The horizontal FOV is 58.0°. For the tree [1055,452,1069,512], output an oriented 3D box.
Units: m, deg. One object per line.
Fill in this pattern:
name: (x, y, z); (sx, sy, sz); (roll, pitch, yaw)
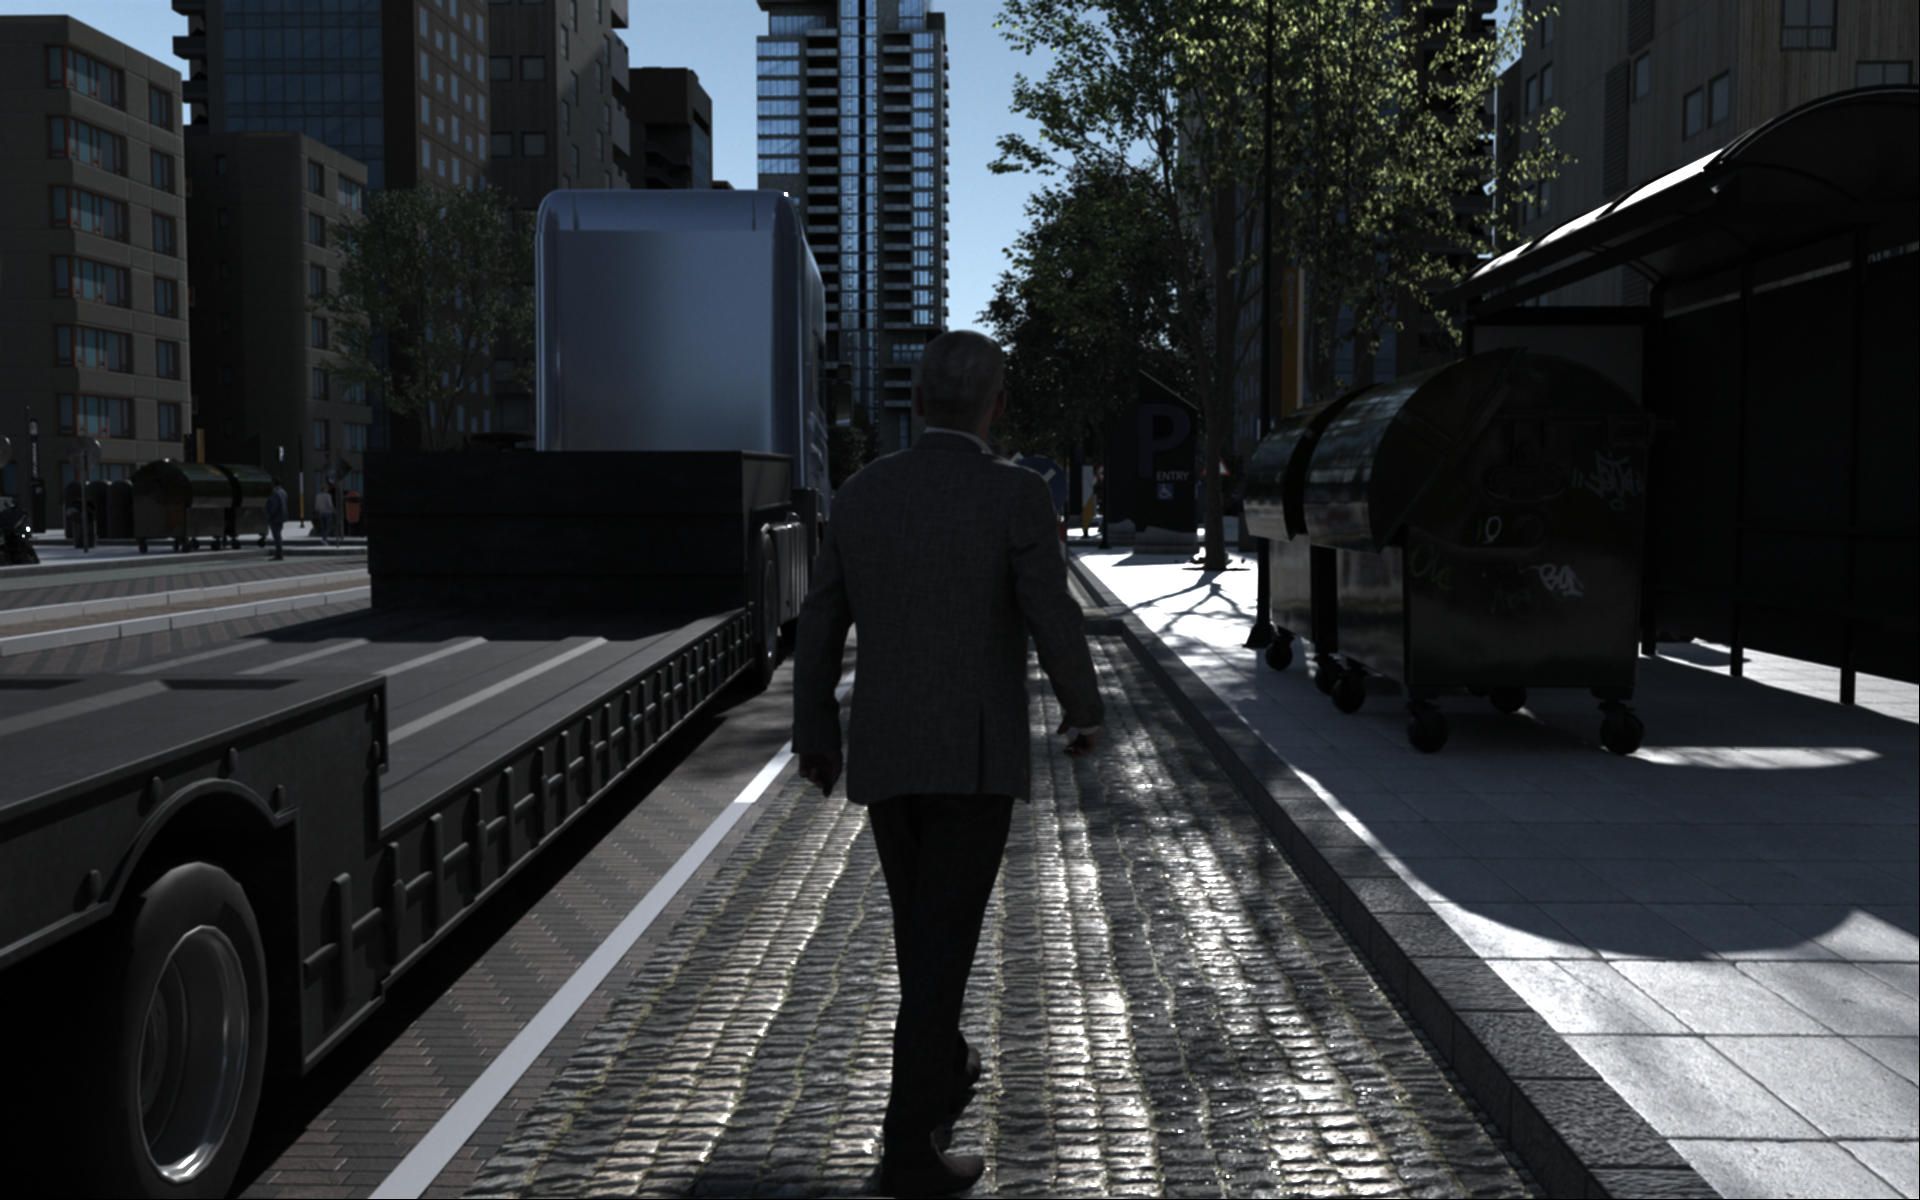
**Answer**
tree: (5.656, -8.725, 93.016); (4.737, 8.622, 4.395); (0, 3, 0)

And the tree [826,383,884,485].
tree: (-13.384, -15.369, 168.287); (9.611, 12.733, 9.660); (0, 3, 0)

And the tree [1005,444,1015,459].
tree: (9.475, -17.995, 200.868); (9.857, 13.997, 8.962); (0, 3, 0)

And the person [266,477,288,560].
person: (-14.676, -1.746, 37.234); (0.419, 1.800, 0.721); (-1, 4, -9)

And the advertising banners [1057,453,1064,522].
advertising banners: (4.291, -4.787, 74.462); (0.090, 3.025, 2.074); (0, 4, -6)

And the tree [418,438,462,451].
tree: (-28.934, -6.910, 96.693); (4.285, 4.588, 4.351); (0, 3, 0)

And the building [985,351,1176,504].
building: (16.033, -23.836, 234.751); (28.899, 21.520, 27.650); (0, 4, 2)

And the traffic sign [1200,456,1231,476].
traffic sign: (7.346, -3.049, 49.862); (0.884, 2.594, 0.081); (0, 4, 4)

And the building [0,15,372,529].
building: (-45.501, -14.227, 77.657); (27.650, 21.520, 28.899); (0, 4, 2)

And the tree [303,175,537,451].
tree: (-16.792, -7.937, 55.532); (9.928, 11.665, 9.643); (0, 3, 0)

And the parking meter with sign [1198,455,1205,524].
parking meter with sign: (10.437, -4.842, 75.424); (0.543, 3.016, 1.738); (1, 4, 14)

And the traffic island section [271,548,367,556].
traffic island section: (-14.842, -1.161, 41.259); (2.009, 0.180, 2.903); (0, 4, 2)

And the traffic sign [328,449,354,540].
traffic sign: (-17.387, -2.968, 48.641); (0.768, 2.556, 0.104); (0, 4, 7)

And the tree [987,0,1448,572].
tree: (4.290, -6.304, 28.829); (9.928, 11.665, 9.643); (0, 3, 0)

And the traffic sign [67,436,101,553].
traffic sign: (-19.124, -2.306, 37.817); (0.768, 2.556, 0.104); (0, 4, 3)

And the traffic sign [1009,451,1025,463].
traffic sign: (1.368, -2.265, 40.669); (0.795, 2.450, 0.064); (0, 4, 2)

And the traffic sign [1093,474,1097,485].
traffic sign: (8.096, -6.543, 107.084); (0.768, 2.556, 0.104); (0, 4, 4)

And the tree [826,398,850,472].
tree: (-13.562, -13.525, 155.545); (8.767, 10.594, 7.601); (1, 4, 11)

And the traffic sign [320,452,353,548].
traffic sign: (-14.818, -2.297, 41.197); (0.795, 2.450, 0.064); (0, 4, 2)

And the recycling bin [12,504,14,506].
recycling bin: (-23.389, -1.800, 41.991); (0.722, 1.027, 0.722); (-1, 4, -17)

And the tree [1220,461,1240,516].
tree: (15.234, -6.476, 100.480); (1.663, 3.219, 1.824); (0, 3, 0)

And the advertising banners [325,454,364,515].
advertising banners: (-26.516, -4.844, 75.382); (2.074, 3.025, 0.090); (-2, 4, -27)

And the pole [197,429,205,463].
pole: (-23.729, -3.691, 54.189); (0.158, 3.312, 0.155); (0, 3, 0)

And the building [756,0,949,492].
building: (-14.538, -56.176, 231.142); (31.000, 86.520, 22.319); (0, 4, 2)

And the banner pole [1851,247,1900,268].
banner pole: (7.044, -1.427, 13.354); (0.863, 3.779, 0.401); (-2, 4, -34)

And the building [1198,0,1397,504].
building: (28.349, -30.563, 149.819); (14.600, 45.320, 14.200); (0, 4, 2)

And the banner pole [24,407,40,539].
banner pole: (-26.701, -3.660, 49.859); (0.401, 3.779, 0.863); (0, 4, -3)

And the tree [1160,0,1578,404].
tree: (4.198, -4.173, 18.587); (4.360, 8.622, 3.978); (0, 3, 0)

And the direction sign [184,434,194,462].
direction sign: (-29.089, -4.489, 65.385); (0.379, 3.537, 0.876); (-3, 5, -43)

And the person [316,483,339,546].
person: (-17.159, -2.306, 46.871); (0.731, 1.740, 0.598); (0, 4, 4)

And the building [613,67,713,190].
building: (-33.835, -32.394, 179.749); (14.200, 45.320, 14.600); (0, 4, 2)

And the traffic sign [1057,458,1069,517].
traffic sign: (6.086, -6.275, 96.476); (2.265, 3.308, 0.079); (0, 4, 6)

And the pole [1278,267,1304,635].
pole: (3.013, -1.340, 15.746); (0.158, 3.312, 0.155); (0, 3, 0)

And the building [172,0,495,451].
building: (-37.757, -27.895, 106.197); (14.600, 45.320, 14.200); (0, 4, 2)

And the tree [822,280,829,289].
tree: (-16.076, -16.506, 125.768); (12.611, 20.169, 13.585); (0, 3, 0)

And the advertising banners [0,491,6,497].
advertising banners: (-35.270, -4.028, 62.050); (0.090, 3.025, 2.074); (2, 4, 34)

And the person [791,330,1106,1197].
person: (-0.004, 0.313, 3.775); (0.661, 1.777, 0.834); (1, 4, 20)

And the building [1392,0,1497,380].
building: (26.509, -28.456, 115.368); (14.600, 45.320, 14.200); (0, 4, 2)

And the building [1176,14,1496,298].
building: (35.960, -35.546, 170.421); (28.713, 52.752, 27.495); (0, 4, 2)

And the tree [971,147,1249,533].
tree: (4.936, -8.591, 57.475); (9.611, 12.733, 9.660); (0, 3, 0)

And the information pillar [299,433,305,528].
information pillar: (-25.115, -4.567, 66.031); (0.183, 3.616, 0.504); (-1, 4, -23)

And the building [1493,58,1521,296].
building: (66.700, -33.578, 172.698); (21.600, 48.544, 21.300); (0, 4, 2)

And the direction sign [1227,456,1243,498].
direction sign: (16.342, -6.731, 102.051); (0.379, 3.537, 0.876); (-3, 4, -37)

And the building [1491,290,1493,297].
building: (65.015, -27.822, 226.585); (14.107, 30.474, 14.160); (0, 4, 2)

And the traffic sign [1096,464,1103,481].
traffic sign: (5.982, -4.356, 71.330); (0.768, 2.556, 0.104); (0, 4, 5)

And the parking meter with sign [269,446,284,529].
parking meter with sign: (-25.598, -4.090, 63.128); (1.738, 3.016, 0.543); (0, 4, -5)

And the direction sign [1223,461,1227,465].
direction sign: (18.287, -7.678, 117.537); (0.876, 3.537, 0.379); (0, 4, -6)

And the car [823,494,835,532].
car: (-4.270, -3.232, 64.648); (2.131, 1.459, 4.920); (0, 4, 0)

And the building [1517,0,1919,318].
building: (40.894, -29.626, 73.623); (27.495, 52.752, 28.713); (0, 4, 2)

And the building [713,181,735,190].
building: (-44.580, -35.451, 234.255); (28.867, 44.769, 22.147); (0, 4, 2)

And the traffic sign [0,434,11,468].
traffic sign: (-19.965, -2.182, 35.785); (0.768, 2.556, 0.104); (0, 4, 5)

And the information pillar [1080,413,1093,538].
information pillar: (3.723, -3.621, 50.558); (0.183, 3.616, 0.504); (2, 4, 35)

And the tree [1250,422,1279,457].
tree: (13.617, -5.389, 71.822); (4.285, 4.588, 4.351); (0, 3, 0)

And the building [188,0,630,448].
building: (-41.969, -33.570, 138.107); (28.713, 52.752, 27.495); (0, 4, 2)
